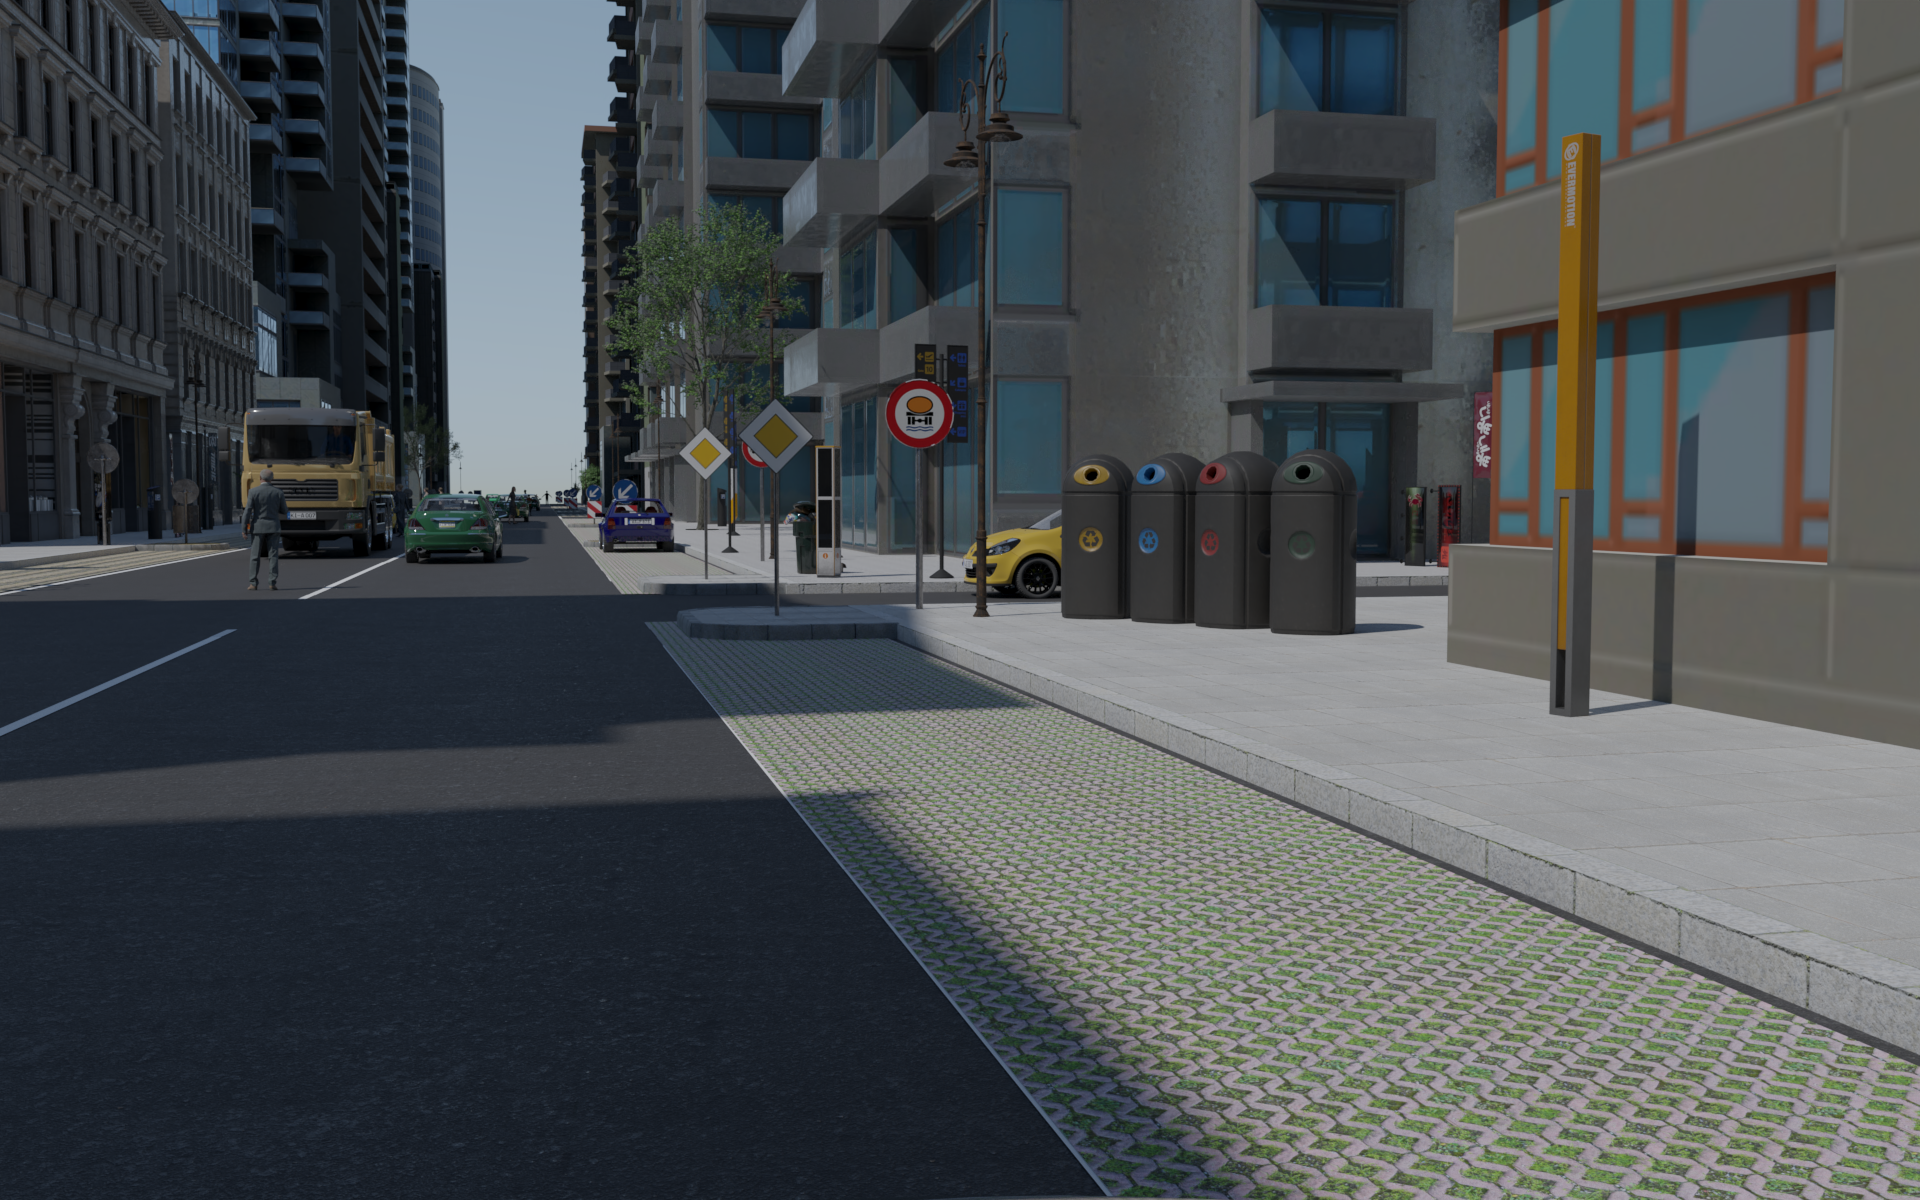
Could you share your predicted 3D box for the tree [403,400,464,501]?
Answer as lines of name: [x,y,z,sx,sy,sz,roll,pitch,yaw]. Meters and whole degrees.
tree: [-53.036,-14.428,170.311,8.767,10.594,7.601,-1,4,-13]

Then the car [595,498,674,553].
car: [-8.162,-1.893,43.530,1.945,1.354,3.894,-1,4,-14]

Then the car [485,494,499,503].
car: [-50.400,-10.883,186.732,1.959,1.807,4.718,-1,4,-12]

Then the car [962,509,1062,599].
car: [2.018,-0.883,24.667,3.980,1.641,2.015,-1,4,-14]

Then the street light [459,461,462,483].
street light: [-70.251,-16.569,243.694,0.468,5.910,1.993,-1,4,-14]

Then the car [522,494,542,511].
car: [-37.133,-8.398,149.100,2.131,1.459,4.920,-1,4,-12]

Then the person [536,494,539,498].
person: [-57.069,-13.559,233.450,1.065,1.426,0.557,2,4,27]

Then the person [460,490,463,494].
person: [-40.129,-7.988,139.840,0.721,1.736,1.217,-1,4,-20]

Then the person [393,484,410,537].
person: [-18.642,-2.993,57.864,0.534,1.772,0.576,0,4,-1]

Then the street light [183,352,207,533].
street light: [-24.834,-5.112,56.371,0.468,5.910,1.993,-1,4,-14]

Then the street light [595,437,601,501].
street light: [-29.514,-10.295,141.108,0.468,5.910,1.993,-1,4,-14]

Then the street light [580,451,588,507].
street light: [-37.518,-12.276,173.508,0.468,5.910,1.993,-1,4,-14]

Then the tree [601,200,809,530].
tree: [-9.034,-8.281,61.157,9.928,11.665,9.643,0,3,0]

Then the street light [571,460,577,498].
street light: [-49.139,-15.219,221.624,0.468,5.910,1.993,-1,4,-14]

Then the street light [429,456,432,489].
street light: [-54.513,-12.583,178.514,0.468,5.910,1.993,-1,4,-14]

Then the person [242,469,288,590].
person: [-10.397,-1.053,25.887,0.661,1.801,0.590,-2,4,-32]

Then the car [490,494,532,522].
car: [-23.384,-4.792,90.147,2.131,1.459,4.920,-1,4,-14]

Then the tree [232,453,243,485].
tree: [-28.120,-4.570,69.321,1.663,3.219,1.824,0,3,0]

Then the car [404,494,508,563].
car: [-10.924,-1.573,37.515,2.131,1.459,4.920,-1,4,-12]

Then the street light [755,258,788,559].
street light: [-3.693,-3.747,34.050,0.468,5.910,1.993,-1,4,-14]

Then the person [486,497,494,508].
person: [-20.962,-3.934,77.106,0.425,1.301,0.394,0,4,-1]

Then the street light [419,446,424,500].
street light: [-50.574,-11.609,162.586,0.468,5.910,1.993,-1,4,-14]

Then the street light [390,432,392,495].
street light: [-42.680,-9.615,129.988,0.468,5.910,1.993,-1,4,-14]

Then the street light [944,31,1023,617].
street light: [0.224,-2.761,17.937,0.468,5.910,1.993,-1,4,-14]

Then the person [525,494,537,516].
person: [-28.484,-6.281,114.454,1.065,1.426,0.557,-1,4,-22]

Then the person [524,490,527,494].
person: [-38.915,-8.956,154.900,0.705,1.831,1.348,-1,4,-12]

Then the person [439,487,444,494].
person: [-27.638,-5.100,92.224,0.374,1.781,0.599,0,4,6]

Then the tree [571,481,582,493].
tree: [-55.492,-15.612,249.855,1.663,3.219,1.824,0,3,0]

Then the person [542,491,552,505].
person: [-52.364,-12.930,219.529,1.348,1.869,0.705,-1,4,-23]

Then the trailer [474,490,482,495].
trailer: [-69.685,-14.867,250.125,1.471,1.999,3.904,-1,4,-12]

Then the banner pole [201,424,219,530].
banner pole: [-26.865,-4.408,62.089,0.401,3.779,0.863,1,4,16]

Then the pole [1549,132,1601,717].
pole: [3.534,-0.985,9.948,0.158,3.312,0.155,0,3,0]

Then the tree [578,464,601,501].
tree: [-39.091,-12.289,184.632,4.285,4.588,4.351,0,3,0]

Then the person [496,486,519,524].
person: [-21.536,-4.492,82.163,0.699,1.804,1.509,3,5,43]

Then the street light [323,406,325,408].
street light: [-32.799,-7.138,89.495,0.468,5.910,1.993,-1,4,-14]

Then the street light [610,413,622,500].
street light: [-19.534,-7.723,99.051,0.468,5.910,1.993,-1,4,-14]

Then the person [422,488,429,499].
person: [-29.488,-5.304,95.553,0.374,1.781,0.599,-2,4,-27]

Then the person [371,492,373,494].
person: [-26.546,-4.227,77.735,0.709,1.813,0.853,0,4,6]

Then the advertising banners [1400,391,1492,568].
advertising banners: [8.489,-2.073,30.087,0.090,3.025,2.074,-2,4,-34]

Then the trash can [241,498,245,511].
trash can: [-27.041,-3.327,66.055,0.748,1.137,0.748,0,3,0]

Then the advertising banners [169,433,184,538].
advertising banners: [-23.091,-3.353,51.013,0.090,3.025,2.074,-1,4,-16]

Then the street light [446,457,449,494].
street light: [-62.535,-14.601,211.507,0.468,5.910,1.993,-1,4,-14]

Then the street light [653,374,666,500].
street light: [-11.625,-5.756,66.893,0.468,5.910,1.993,-1,4,-14]

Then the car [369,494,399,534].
car: [-21.543,-3.276,63.793,2.015,1.641,3.980,-1,4,-14]
